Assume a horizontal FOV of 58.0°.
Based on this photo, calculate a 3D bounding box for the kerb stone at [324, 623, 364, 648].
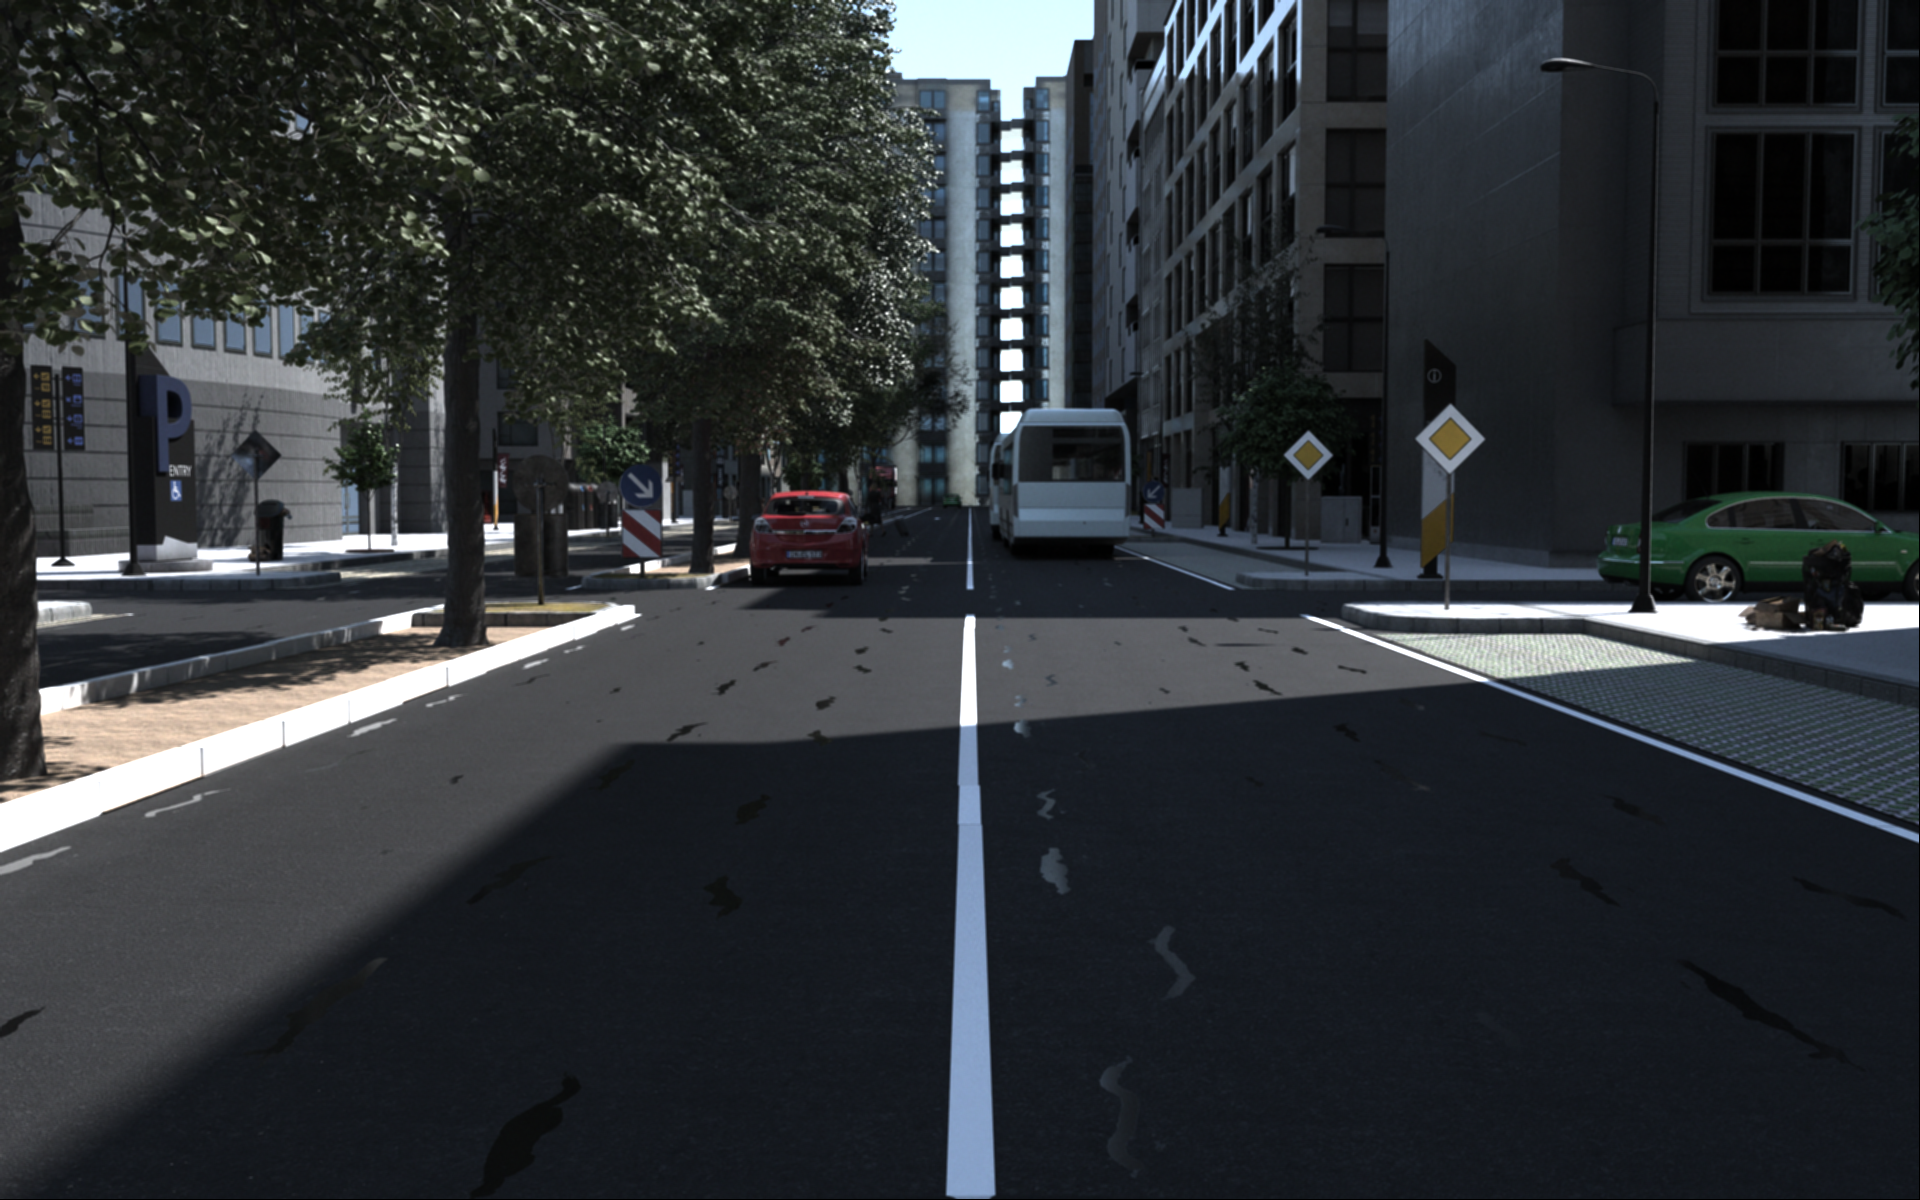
[{"bbox_3d":[-5.944,0.355,16.501,0.120,0.150,1.000,0,4,0],"label":"kerb stone"}]

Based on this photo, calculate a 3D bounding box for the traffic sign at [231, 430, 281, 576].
[{"bbox_3d":[-11.057,-1.442,27.227,0.795,2.450,0.064,0,4,0],"label":"traffic sign"}]

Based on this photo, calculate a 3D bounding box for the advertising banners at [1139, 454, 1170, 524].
[{"bbox_3d":[8.381,-4.788,74.474,2.074,3.025,0.090,-3,5,-44],"label":"advertising banners"}]

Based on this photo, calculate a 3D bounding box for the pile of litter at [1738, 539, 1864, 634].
[{"bbox_3d":[8.075,-0.167,16.696,1.719,0.858,1.176,-3,4,-36],"label":"pile of litter"}]

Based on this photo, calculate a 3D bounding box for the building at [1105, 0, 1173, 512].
[{"bbox_3d":[24.482,-32.397,118.929,28.713,52.752,27.495,0,4,0],"label":"building"}]

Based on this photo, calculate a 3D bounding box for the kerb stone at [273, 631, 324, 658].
[{"bbox_3d":[-5.954,0.411,15.479,0.120,0.150,1.000,0,4,0],"label":"kerb stone"}]

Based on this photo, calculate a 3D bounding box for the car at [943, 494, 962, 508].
[{"bbox_3d":[-0.739,-10.082,173.638,1.959,1.807,4.718,0,4,2],"label":"car"}]

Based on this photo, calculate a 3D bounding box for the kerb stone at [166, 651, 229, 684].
[{"bbox_3d":[-5.967,0.540,13.432,0.120,0.150,1.000,0,4,0],"label":"kerb stone"}]

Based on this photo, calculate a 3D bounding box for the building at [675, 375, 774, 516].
[{"bbox_3d":[-28.130,-16.659,117.419,27.650,21.520,28.899,0,4,0],"label":"building"}]

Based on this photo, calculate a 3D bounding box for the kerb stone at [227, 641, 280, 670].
[{"bbox_3d":[-5.957,0.482,14.454,0.120,0.150,1.000,0,4,0],"label":"kerb stone"}]

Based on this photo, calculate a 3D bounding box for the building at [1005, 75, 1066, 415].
[{"bbox_3d":[20.961,-35.386,198.164,30.456,49.044,23.786,0,4,0],"label":"building"}]

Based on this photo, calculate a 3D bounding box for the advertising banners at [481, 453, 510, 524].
[{"bbox_3d":[-20.297,-4.768,74.143,2.074,3.025,0.090,0,4,-1],"label":"advertising banners"}]

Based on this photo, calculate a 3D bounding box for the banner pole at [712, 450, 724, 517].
[{"bbox_3d":[-13.867,-6.667,99.021,0.863,3.779,0.401,0,4,-8],"label":"banner pole"}]

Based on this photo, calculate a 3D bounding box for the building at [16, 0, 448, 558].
[{"bbox_3d":[-27.713,-30.738,44.563,21.231,58.520,28.212,0,4,0],"label":"building"}]

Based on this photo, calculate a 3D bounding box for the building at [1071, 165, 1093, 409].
[{"bbox_3d":[16.795,-23.418,154.590,14.160,30.474,14.107,0,4,0],"label":"building"}]

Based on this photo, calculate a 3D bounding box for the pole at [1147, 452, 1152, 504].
[{"bbox_3d":[9.096,-5.468,83.251,0.158,3.312,0.155,0,3,0],"label":"pole"}]

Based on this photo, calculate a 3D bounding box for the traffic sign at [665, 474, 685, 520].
[{"bbox_3d":[-12.733,-4.730,77.343,0.884,2.594,0.081,0,4,3],"label":"traffic sign"}]

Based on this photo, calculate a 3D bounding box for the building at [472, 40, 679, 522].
[{"bbox_3d":[-21.815,-19.053,83.217,14.160,30.474,14.107,0,4,0],"label":"building"}]

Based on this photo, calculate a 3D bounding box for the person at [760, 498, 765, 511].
[{"bbox_3d":[-8.657,-3.854,76.182,0.373,1.253,0.362,0,4,-8],"label":"person"}]

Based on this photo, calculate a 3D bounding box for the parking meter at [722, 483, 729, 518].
[{"bbox_3d":[-12.397,-5.248,91.521,0.255,1.863,0.399,1,4,8],"label":"parking meter"}]

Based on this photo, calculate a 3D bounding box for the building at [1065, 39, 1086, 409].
[{"bbox_3d":[17.522,-31.716,168.668,14.600,45.320,14.200,0,4,0],"label":"building"}]

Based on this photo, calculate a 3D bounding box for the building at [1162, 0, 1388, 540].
[{"bbox_3d":[19.090,-15.906,64.581,19.350,26.468,34.151,0,4,0],"label":"building"}]

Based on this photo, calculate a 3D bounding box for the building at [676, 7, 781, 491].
[{"bbox_3d":[-22.103,-29.851,138.167,14.600,45.320,14.200,0,4,0],"label":"building"}]

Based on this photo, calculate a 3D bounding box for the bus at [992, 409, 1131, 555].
[{"bbox_3d":[2.397,-3.003,43.963,2.948,3.499,13.247,0,4,0],"label":"bus"}]

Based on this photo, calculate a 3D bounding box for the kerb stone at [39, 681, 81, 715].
[{"bbox_3d":[-5.982,0.663,11.372,0.120,0.150,1.000,0,4,0],"label":"kerb stone"}]

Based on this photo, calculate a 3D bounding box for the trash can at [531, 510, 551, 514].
[{"bbox_3d":[-13.266,-2.642,54.855,0.748,1.137,0.748,0,3,0],"label":"trash can"}]

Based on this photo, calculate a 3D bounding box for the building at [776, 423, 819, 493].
[{"bbox_3d":[-30.051,-52.062,163.883,31.000,86.520,22.319,0,4,0],"label":"building"}]

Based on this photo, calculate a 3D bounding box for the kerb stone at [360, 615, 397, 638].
[{"bbox_3d":[-5.944,0.289,17.523,0.120,0.150,1.000,0,4,0],"label":"kerb stone"}]

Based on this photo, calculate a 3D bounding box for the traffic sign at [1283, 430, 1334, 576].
[{"bbox_3d":[5.437,-1.435,27.111,0.795,2.450,0.064,0,4,0],"label":"traffic sign"}]

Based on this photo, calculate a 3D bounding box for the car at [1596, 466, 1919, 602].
[{"bbox_3d":[10.784,-0.834,22.436,4.718,1.807,1.959,0,4,1],"label":"car"}]

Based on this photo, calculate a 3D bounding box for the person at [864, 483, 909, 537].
[{"bbox_3d":[-2.531,-3.040,58.419,1.509,1.804,0.699,2,4,25],"label":"person"}]

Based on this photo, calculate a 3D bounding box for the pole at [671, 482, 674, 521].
[{"bbox_3d":[-13.807,-5.475,83.357,0.158,3.312,0.155,0,3,0],"label":"pole"}]

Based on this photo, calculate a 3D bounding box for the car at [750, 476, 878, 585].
[{"bbox_3d":[-2.454,-1.208,28.790,2.155,1.783,4.494,0,4,-2],"label":"car"}]

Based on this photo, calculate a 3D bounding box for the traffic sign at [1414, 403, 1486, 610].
[{"bbox_3d":[5.390,-0.947,19.126,0.795,2.450,0.064,0,4,0],"label":"traffic sign"}]

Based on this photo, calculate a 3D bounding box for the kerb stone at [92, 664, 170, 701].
[{"bbox_3d":[-5.972,0.599,12.410,0.120,0.150,1.000,0,4,0],"label":"kerb stone"}]

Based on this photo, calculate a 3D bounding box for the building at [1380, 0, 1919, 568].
[{"bbox_3d":[25.137,-13.176,34.491,30.058,24.678,14.314,0,4,0],"label":"building"}]

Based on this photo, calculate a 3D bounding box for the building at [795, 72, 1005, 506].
[{"bbox_3d":[-9.487,-35.466,199.483,30.456,49.044,23.786,0,4,0],"label":"building"}]

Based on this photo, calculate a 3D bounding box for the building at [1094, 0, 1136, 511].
[{"bbox_3d":[18.124,-29.963,140.001,14.600,45.320,14.200,0,4,0],"label":"building"}]

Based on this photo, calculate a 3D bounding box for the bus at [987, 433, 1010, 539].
[{"bbox_3d":[2.325,-3.893,58.510,2.948,3.499,13.247,0,4,1],"label":"bus"}]

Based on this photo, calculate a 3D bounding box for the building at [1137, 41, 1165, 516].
[{"bbox_3d":[16.440,-16.738,91.682,12.078,24.808,19.932,0,4,0],"label":"building"}]

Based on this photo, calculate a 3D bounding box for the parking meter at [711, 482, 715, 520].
[{"bbox_3d":[-12.447,-4.935,86.405,0.399,1.863,0.255,3,5,43],"label":"parking meter"}]

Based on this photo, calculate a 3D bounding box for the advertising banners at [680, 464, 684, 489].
[{"bbox_3d":[-15.833,-6.370,100.336,0.090,3.025,2.074,-2,4,-28],"label":"advertising banners"}]

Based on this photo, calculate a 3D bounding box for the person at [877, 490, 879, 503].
[{"bbox_3d":[-6.601,-7.796,136.700,1.217,1.736,0.721,2,4,34],"label":"person"}]
